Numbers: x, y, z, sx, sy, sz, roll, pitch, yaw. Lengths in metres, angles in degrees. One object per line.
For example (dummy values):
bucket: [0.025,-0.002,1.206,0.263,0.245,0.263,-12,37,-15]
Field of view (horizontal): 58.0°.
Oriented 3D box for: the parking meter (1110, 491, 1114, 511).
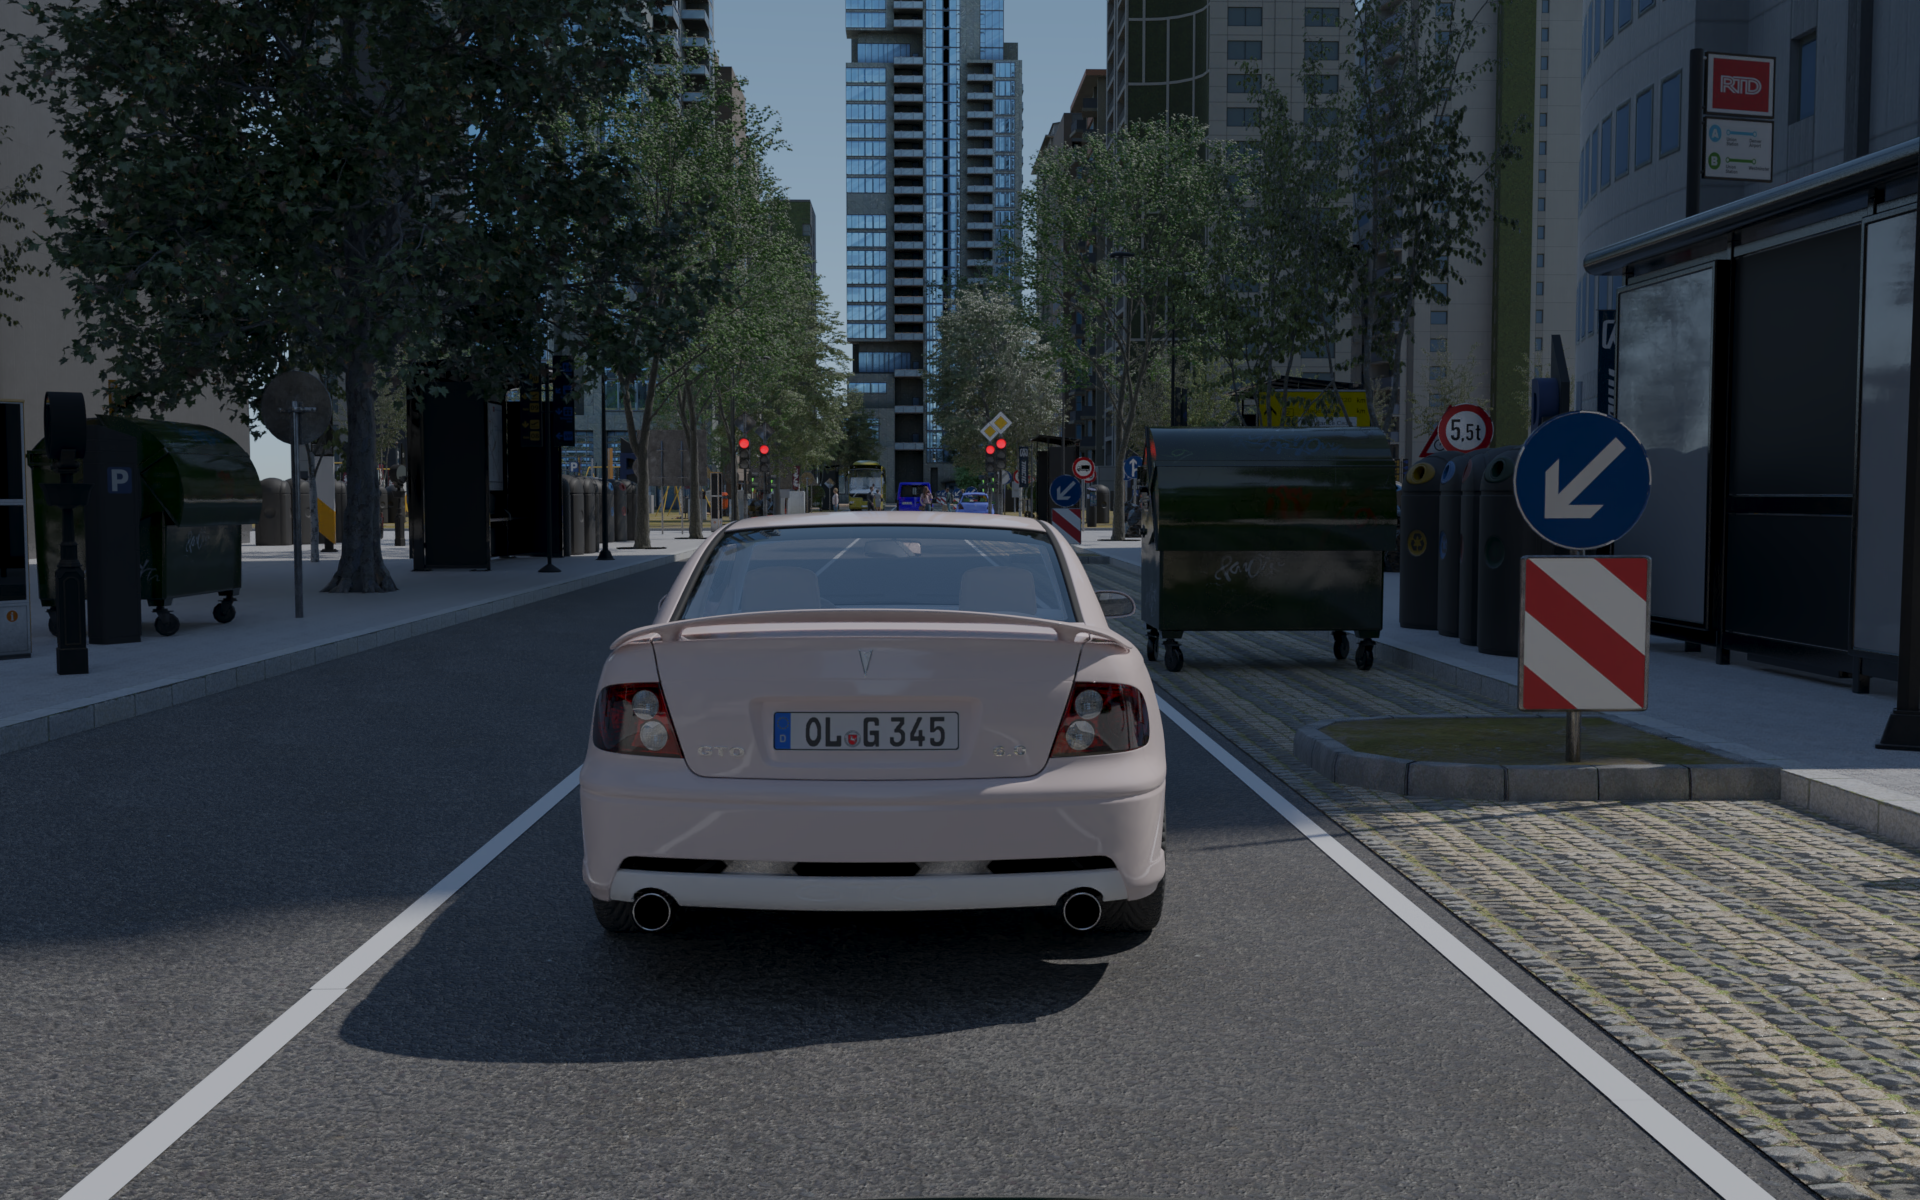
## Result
parking meter: [11.444,-7.426,129.819,0.372,1.533,0.369,0,3,0]

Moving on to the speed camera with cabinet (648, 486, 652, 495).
speed camera with cabinet: [-25.216,-8.895,139.769,0.660,3.252,2.038,-1,4,-11]

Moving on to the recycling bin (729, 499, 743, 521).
recycling bin: [-10.554,-4.263,82.248,0.722,1.027,0.722,-1,4,-17]

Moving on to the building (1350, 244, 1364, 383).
building: [38.041,-26.266,201.150,14.107,30.474,14.160,0,4,-2]

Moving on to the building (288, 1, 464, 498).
building: [-61.669,-46.218,193.916,20.611,71.187,20.563,0,4,-2]

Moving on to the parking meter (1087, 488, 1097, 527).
parking meter: [5.110,-3.591,67.127,0.372,1.533,0.369,0,3,0]

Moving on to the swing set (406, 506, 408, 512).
swing set: [-35.853,-6.643,106.228,3.119,2.851,2.862,-2,4,-35]

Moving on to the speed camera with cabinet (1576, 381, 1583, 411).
speed camera with cabinet: [11.584,-2.207,30.417,2.038,3.252,0.660,1,4,23]

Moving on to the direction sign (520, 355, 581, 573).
direction sign: [-6.740,-2.223,28.344,0.876,3.537,0.379,0,4,-4]

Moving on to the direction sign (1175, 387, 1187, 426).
direction sign: [4.718,-2.754,37.020,0.379,3.537,0.876,1,4,23]

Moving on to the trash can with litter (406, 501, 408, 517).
trash can with litter: [-31.070,-5.237,97.004,1.055,1.170,0.624,1,4,16]

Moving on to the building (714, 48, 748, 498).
building: [-29.550,-32.323,178.585,14.600,45.320,14.200,0,4,-2]

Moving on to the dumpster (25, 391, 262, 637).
dumpster: [-7.671,-0.844,16.296,1.502,2.255,1.985,0,4,-2]

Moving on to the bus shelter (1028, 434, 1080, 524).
bus shelter: [3.863,-4.892,71.262,1.731,3.624,6.357,0,4,-2]

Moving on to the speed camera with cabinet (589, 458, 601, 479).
speed camera with cabinet: [-20.426,-6.181,95.396,0.660,3.252,2.038,1,4,17]

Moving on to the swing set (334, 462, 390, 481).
swing set: [-30.332,-5.364,85.324,3.119,2.851,2.862,1,4,19]

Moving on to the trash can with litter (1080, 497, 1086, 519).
trash can with litter: [6.281,-4.696,87.831,2.233,1.210,1.678,-1,4,-16]

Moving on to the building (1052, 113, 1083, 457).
building: [18.156,-33.612,199.674,14.600,45.320,14.200,0,4,-2]

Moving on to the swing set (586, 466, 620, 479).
swing set: [-19.847,-6.166,98.438,3.119,2.851,2.862,2,4,29]

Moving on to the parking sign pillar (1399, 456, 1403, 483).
parking sign pillar: [30.961,-8.199,122.533,1.447,3.967,1.447,2,4,29]

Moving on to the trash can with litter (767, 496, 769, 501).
trash can with litter: [-15.154,-7.634,136.211,0.624,1.170,1.055,-2,4,-23]

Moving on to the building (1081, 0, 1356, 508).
building: [21.988,-43.684,152.485,20.563,71.187,20.611,0,4,-2]

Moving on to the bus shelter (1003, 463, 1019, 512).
bus shelter: [3.361,-8.150,124.541,1.731,3.624,6.357,0,4,-2]

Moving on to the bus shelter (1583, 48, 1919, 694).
bus shelter: [6.481,-2.185,13.361,2.179,5.291,8.768,0,4,-2]

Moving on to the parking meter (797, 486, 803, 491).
parking meter: [-11.160,-7.026,120.592,0.399,1.863,0.255,2,4,35]

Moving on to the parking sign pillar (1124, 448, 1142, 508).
parking sign pillar: [9.889,-6.648,97.168,1.447,3.967,1.447,1,4,20]

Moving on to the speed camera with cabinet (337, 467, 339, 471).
speed camera with cabinet: [-45.307,-7.945,124.232,2.038,3.252,0.660,-1,4,-19]

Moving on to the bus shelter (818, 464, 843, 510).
bus shelter: [-10.336,-9.031,138.941,1.731,3.624,6.357,0,4,-2]

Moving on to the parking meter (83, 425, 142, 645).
parking meter: [-7.276,-0.561,14.887,0.255,1.863,0.399,2,4,30]

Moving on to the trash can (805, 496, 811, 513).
trash can: [-11.870,-7.359,131.967,0.748,1.137,0.748,0,3,0]

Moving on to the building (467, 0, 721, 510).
building: [-32.565,-51.499,154.676,22.319,86.520,31.000,0,4,-2]

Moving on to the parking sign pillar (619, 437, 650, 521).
parking sign pillar: [-15.434,-5.714,81.898,1.447,3.967,1.447,1,4,8]

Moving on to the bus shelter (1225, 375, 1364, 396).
bus shelter: [7.121,-2.820,37.383,1.731,3.624,6.357,0,4,-1]

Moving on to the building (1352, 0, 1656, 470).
building: [59.817,-40.062,197.006,28.212,58.520,21.231,0,4,-2]

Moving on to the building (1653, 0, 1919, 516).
building: [23.965,-30.031,33.001,21.231,58.520,28.212,0,4,-2]

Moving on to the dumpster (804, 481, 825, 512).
dumpster: [-10.514,-7.501,125.130,1.502,2.255,1.985,0,4,-2]

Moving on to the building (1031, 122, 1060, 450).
building: [24.883,-40.443,250.486,27.495,52.752,28.713,0,4,-2]

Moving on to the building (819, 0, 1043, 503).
building: [-4.271,-57.067,245.719,31.000,86.520,22.319,0,4,-2]

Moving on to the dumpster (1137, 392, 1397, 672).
dumpster: [2.473,-0.573,14.324,1.985,2.255,1.502,0,4,-2]

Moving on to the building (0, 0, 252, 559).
building: [-30.346,-15.011,38.938,24.014,27.812,14.314,0,4,-2]

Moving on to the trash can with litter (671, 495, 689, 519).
trash can with litter: [-14.123,-4.796,89.468,1.678,1.210,2.233,-2,4,-25]

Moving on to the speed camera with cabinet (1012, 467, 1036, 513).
speed camera with cabinet: [4.669,-7.708,120.358,2.038,3.252,0.660,1,4,16]

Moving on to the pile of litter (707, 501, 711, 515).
pile of litter: [-15.185,-5.563,104.916,1.719,0.858,1.176,0,4,8]

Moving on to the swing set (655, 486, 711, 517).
swing set: [-15.756,-6.229,99.472,2.862,2.851,3.119,0,4,4]

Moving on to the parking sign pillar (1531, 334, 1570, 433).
parking sign pillar: [9.796,-2.463,28.747,1.447,3.967,1.447,1,4,12]

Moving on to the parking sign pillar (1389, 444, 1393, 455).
parking sign pillar: [22.460,-6.379,92.761,1.447,3.967,1.447,1,4,10]

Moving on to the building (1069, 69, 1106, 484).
building: [22.776,-32.012,178.016,22.147,44.769,28.867,0,4,-2]

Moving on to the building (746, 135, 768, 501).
building: [-30.169,-31.522,198.974,14.086,41.232,14.154,0,4,-2]

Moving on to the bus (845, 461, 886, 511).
bus: [-6.973,-8.516,130.776,2.896,3.916,12.252,0,4,-1]

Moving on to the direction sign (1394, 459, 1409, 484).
direction sign: [28.273,-7.280,111.022,0.876,3.537,0.379,1,4,21]

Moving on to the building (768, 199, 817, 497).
building: [-27.284,-34.164,242.173,14.086,41.232,14.154,0,4,-2]

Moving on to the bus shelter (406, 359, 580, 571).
bus shelter: [-8.412,-2.476,31.767,1.731,3.624,6.357,0,4,-2]

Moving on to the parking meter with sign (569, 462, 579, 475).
parking meter with sign: [-21.118,-5.917,93.002,0.543,3.016,1.738,1,4,18]

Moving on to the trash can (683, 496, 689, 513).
trash can: [-18.292,-6.305,114.737,0.748,1.137,0.748,0,3,0]

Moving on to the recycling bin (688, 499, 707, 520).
recycling bin: [-12.850,-4.415,84.733,0.722,1.027,0.722,-2,4,-29]

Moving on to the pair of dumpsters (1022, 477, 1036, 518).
pair of dumpsters: [4.256,-5.619,94.371,1.574,2.255,4.437,0,4,-2]
